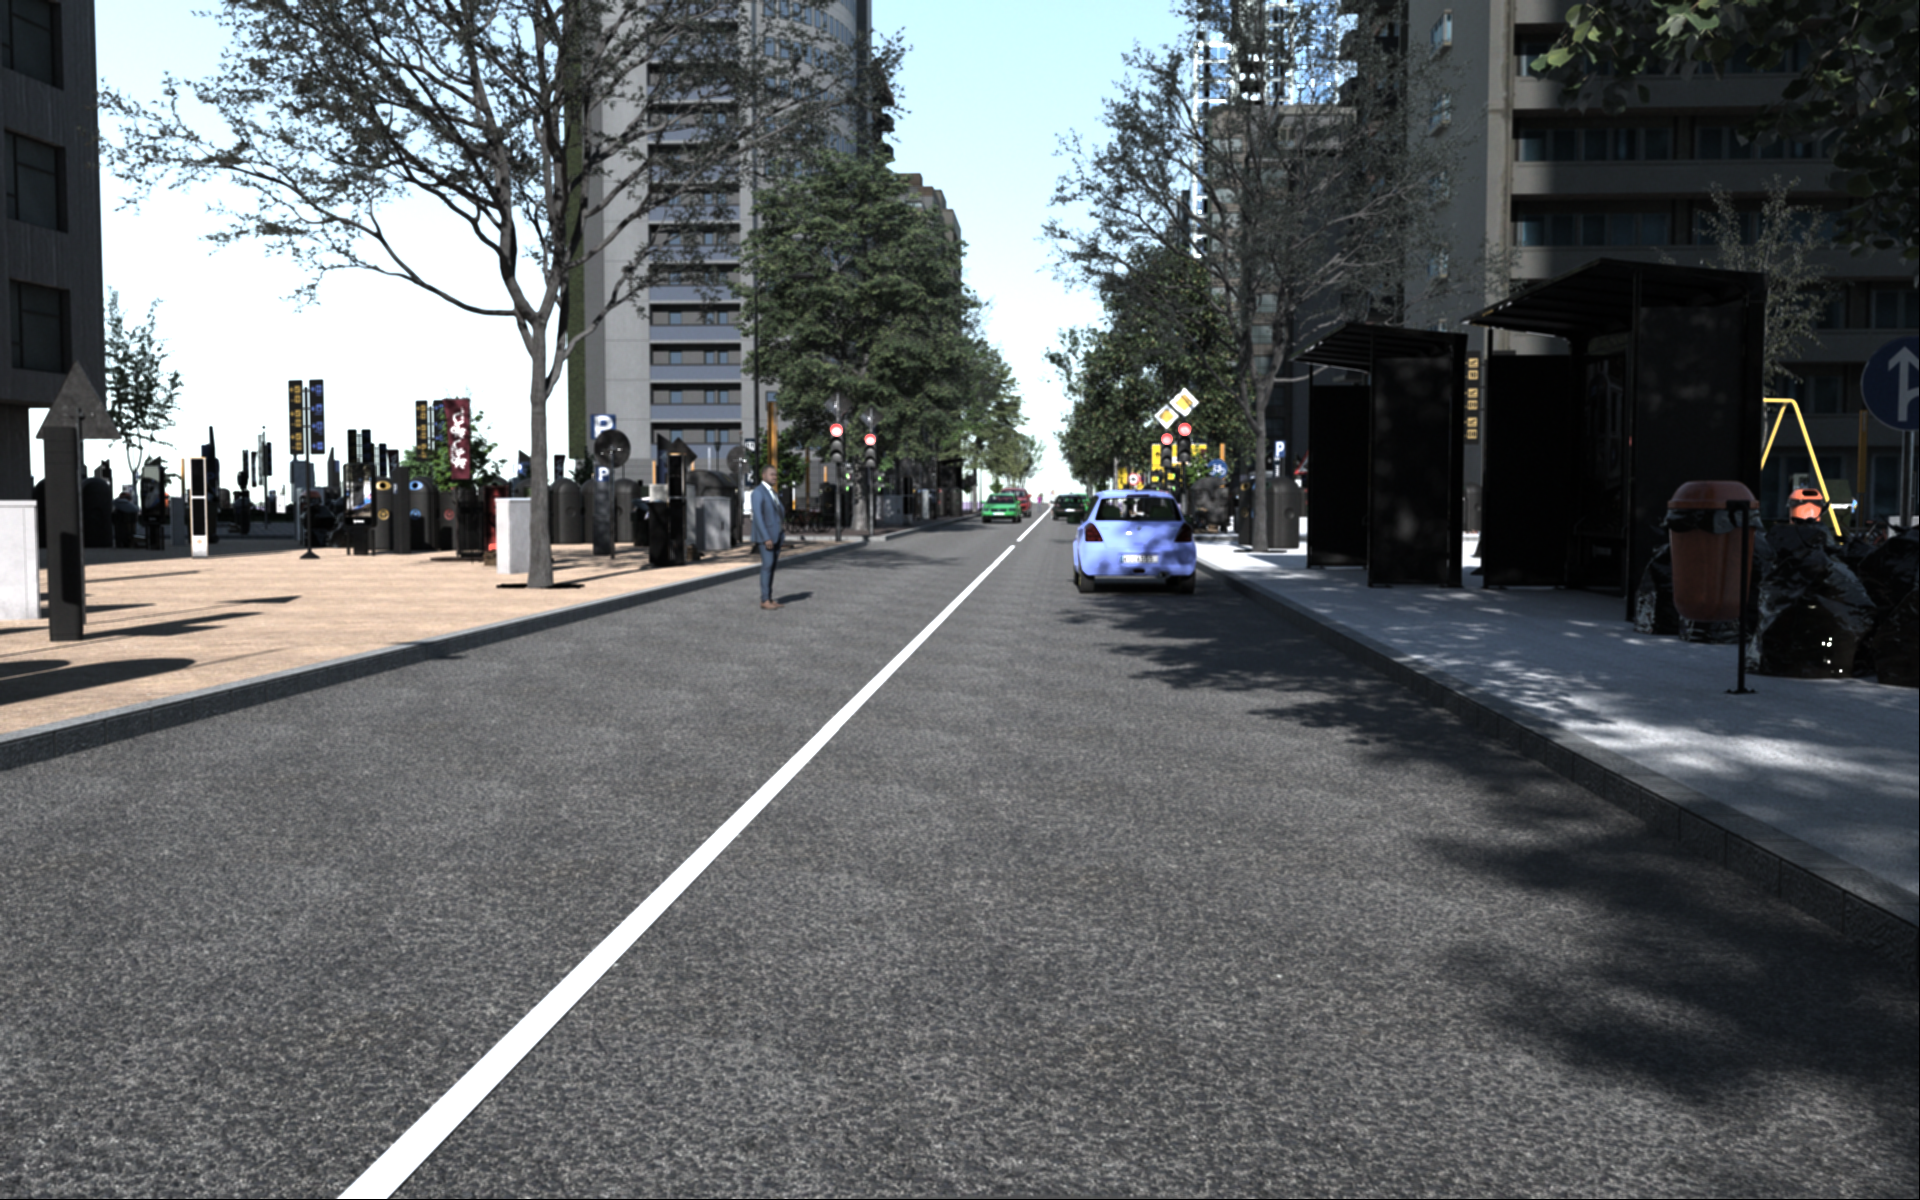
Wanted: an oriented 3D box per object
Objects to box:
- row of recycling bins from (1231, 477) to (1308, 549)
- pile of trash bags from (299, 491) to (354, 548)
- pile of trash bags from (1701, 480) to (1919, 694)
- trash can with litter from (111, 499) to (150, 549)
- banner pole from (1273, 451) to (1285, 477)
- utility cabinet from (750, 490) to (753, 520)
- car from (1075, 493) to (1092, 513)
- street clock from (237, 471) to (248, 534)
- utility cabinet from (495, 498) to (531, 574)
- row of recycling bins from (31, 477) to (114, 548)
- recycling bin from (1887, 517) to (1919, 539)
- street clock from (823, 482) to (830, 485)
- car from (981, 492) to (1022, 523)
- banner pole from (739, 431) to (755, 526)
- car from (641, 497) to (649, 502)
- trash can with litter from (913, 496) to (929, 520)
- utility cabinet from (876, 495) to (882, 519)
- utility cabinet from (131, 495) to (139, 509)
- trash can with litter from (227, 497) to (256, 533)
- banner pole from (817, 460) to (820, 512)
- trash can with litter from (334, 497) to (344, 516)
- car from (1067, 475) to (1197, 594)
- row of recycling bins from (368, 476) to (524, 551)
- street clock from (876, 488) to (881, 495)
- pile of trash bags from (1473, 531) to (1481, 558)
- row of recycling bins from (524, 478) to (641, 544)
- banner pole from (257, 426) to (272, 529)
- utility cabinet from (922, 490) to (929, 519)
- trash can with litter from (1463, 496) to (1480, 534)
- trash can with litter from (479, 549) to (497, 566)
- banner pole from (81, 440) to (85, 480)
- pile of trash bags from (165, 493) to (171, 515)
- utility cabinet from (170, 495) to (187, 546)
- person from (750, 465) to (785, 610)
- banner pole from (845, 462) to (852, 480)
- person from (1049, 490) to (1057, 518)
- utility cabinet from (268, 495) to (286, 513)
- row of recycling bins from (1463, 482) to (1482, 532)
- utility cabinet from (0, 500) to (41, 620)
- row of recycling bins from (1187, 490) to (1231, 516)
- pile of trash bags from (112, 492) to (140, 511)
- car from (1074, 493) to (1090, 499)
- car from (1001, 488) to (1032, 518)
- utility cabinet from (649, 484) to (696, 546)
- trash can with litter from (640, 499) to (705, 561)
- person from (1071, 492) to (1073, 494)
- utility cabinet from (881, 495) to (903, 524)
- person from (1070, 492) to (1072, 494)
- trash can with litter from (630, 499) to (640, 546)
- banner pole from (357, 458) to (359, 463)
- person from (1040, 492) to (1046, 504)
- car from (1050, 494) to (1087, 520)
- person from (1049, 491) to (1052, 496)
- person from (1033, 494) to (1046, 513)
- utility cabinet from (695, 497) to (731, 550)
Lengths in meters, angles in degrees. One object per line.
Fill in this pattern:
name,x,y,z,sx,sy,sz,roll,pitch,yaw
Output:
row of recycling bins,7.543,-2.145,42.180,1.069,1.692,3.534,0,4,-2
pile of trash bags,-15.374,-2.017,42.737,3.447,1.369,1.912,3,5,43
pile of trash bags,6.237,-0.132,11.916,3.447,1.369,1.912,-2,4,-24
trash can with litter,-19.620,-1.817,41.095,1.055,1.170,0.624,2,4,31
banner pole,16.468,-6.066,89.189,0.863,3.779,0.401,3,5,45
utility cabinet,-9.632,-4.604,83.951,0.318,1.500,1.173,3,5,40
car,7.534,-6.269,111.302,1.959,1.807,4.718,0,4,4
street clock,-22.765,-3.085,55.007,0.358,2.002,0.471,-3,4,-37
utility cabinet,-7.124,-1.043,28.217,0.306,1.237,1.020,1,4,23
row of recycling bins,-22.219,-2.115,41.697,3.534,1.692,1.069,0,4,-2
recycling bin,10.833,-0.408,19.221,0.722,1.027,0.722,-1,4,-16
street clock,-7.973,-6.022,103.030,0.471,2.002,0.358,-3,4,-36
car,2.085,-4.733,86.188,1.959,1.807,4.718,0,4,5
banner pole,-8.468,-4.815,68.742,0.863,3.779,0.401,1,4,15
car,-8.971,-2.310,50.123,4.827,1.381,2.083,0,4,4
trash can with litter,-2.327,-4.532,85.153,1.678,1.210,2.233,-1,4,-17
utility cabinet,-4.206,-4.853,90.511,0.306,1.237,1.020,0,4,8
utility cabinet,-59.598,-6.951,124.812,0.306,1.237,1.020,0,4,4
trash can with litter,-24.115,-2.855,58.069,0.624,1.170,1.055,0,4,1
banner pole,-10.168,-8.282,125.422,0.401,3.779,0.863,0,4,-5
trash can with litter,-23.747,-3.364,66.393,0.624,1.170,1.055,0,4,6
car,2.597,-1.020,26.270,1.945,1.707,3.694,0,4,2
row of recycling bins,-11.972,-1.996,39.744,3.534,1.692,1.069,0,4,6
street clock,-4.952,-6.171,105.462,0.358,2.002,0.471,1,4,20
pile of trash bags,12.160,-1.558,35.230,3.447,1.369,1.912,-3,4,-36
row of recycling bins,-9.814,-2.305,44.793,3.534,1.692,1.069,-3,5,-43
banner pole,-25.578,-4.496,63.519,0.401,3.779,0.863,-3,5,-43
utility cabinet,-1.561,-4.908,88.929,0.318,1.500,1.173,-1,4,-23
trash can with litter,16.405,-2.746,55.954,1.678,1.210,2.233,-2,4,-30
trash can with litter,-8.079,-1.196,30.948,1.055,1.170,0.624,0,4,7
banner pole,-29.474,-4.131,57.556,0.401,3.779,0.863,2,4,34
pile of trash bags,-47.051,-5.666,102.387,1.912,1.369,3.447,-2,4,-29
utility cabinet,-19.543,-1.964,43.270,0.306,1.237,1.020,-2,4,-27
person,-2.420,-0.801,21.785,0.419,1.800,0.721,1,4,9
banner pole,-7.402,-7.804,117.606,0.863,3.779,0.401,-1,4,-23
person,5.600,-5.789,104.158,0.512,1.701,0.522,1,4,18
utility cabinet,-43.712,-6.098,110.869,1.020,1.237,0.306,-1,4,-12
row of recycling bins,17.524,-3.281,60.765,1.069,1.692,3.534,0,4,-1
utility cabinet,-9.946,-0.394,17.603,1.020,1.237,0.306,-2,4,-31
row of recycling bins,15.177,-5.844,102.667,3.534,1.692,1.069,0,4,-6
pile of trash bags,-61.305,-7.245,128.212,3.447,1.369,1.912,-3,5,-43
car,9.647,-8.144,142.198,2.155,1.783,4.494,0,4,2
car,3.318,-6.024,107.163,2.281,1.827,5.304,0,4,5
utility cabinet,-6.397,-1.829,38.583,1.173,1.500,0.318,3,4,37
trash can with litter,-5.498,-1.347,33.411,1.055,1.170,0.624,-3,5,-41
person,16.936,-15.495,262.624,1.217,1.735,0.721,-2,4,-24
utility cabinet,-2.761,-3.884,74.661,1.020,1.237,0.306,2,4,24
person,16.065,-14.801,251.169,0.621,1.740,0.551,-2,4,-34
trash can with litter,-7.508,-1.882,42.153,1.055,1.170,0.624,2,4,31
banner pole,-41.791,-8.006,120.908,0.401,3.779,0.863,2,4,34
person,11.779,-14.755,250.463,1.217,1.735,0.721,0,4,7
car,5.985,-5.234,95.355,2.009,1.686,4.222,0,4,2
person,12.423,-13.861,234.993,0.709,1.838,0.599,-2,4,-31
person,6.135,-7.483,134.072,0.991,1.433,0.599,1,4,10
utility cabinet,-5.690,-1.755,39.851,0.306,1.237,1.020,2,4,29
